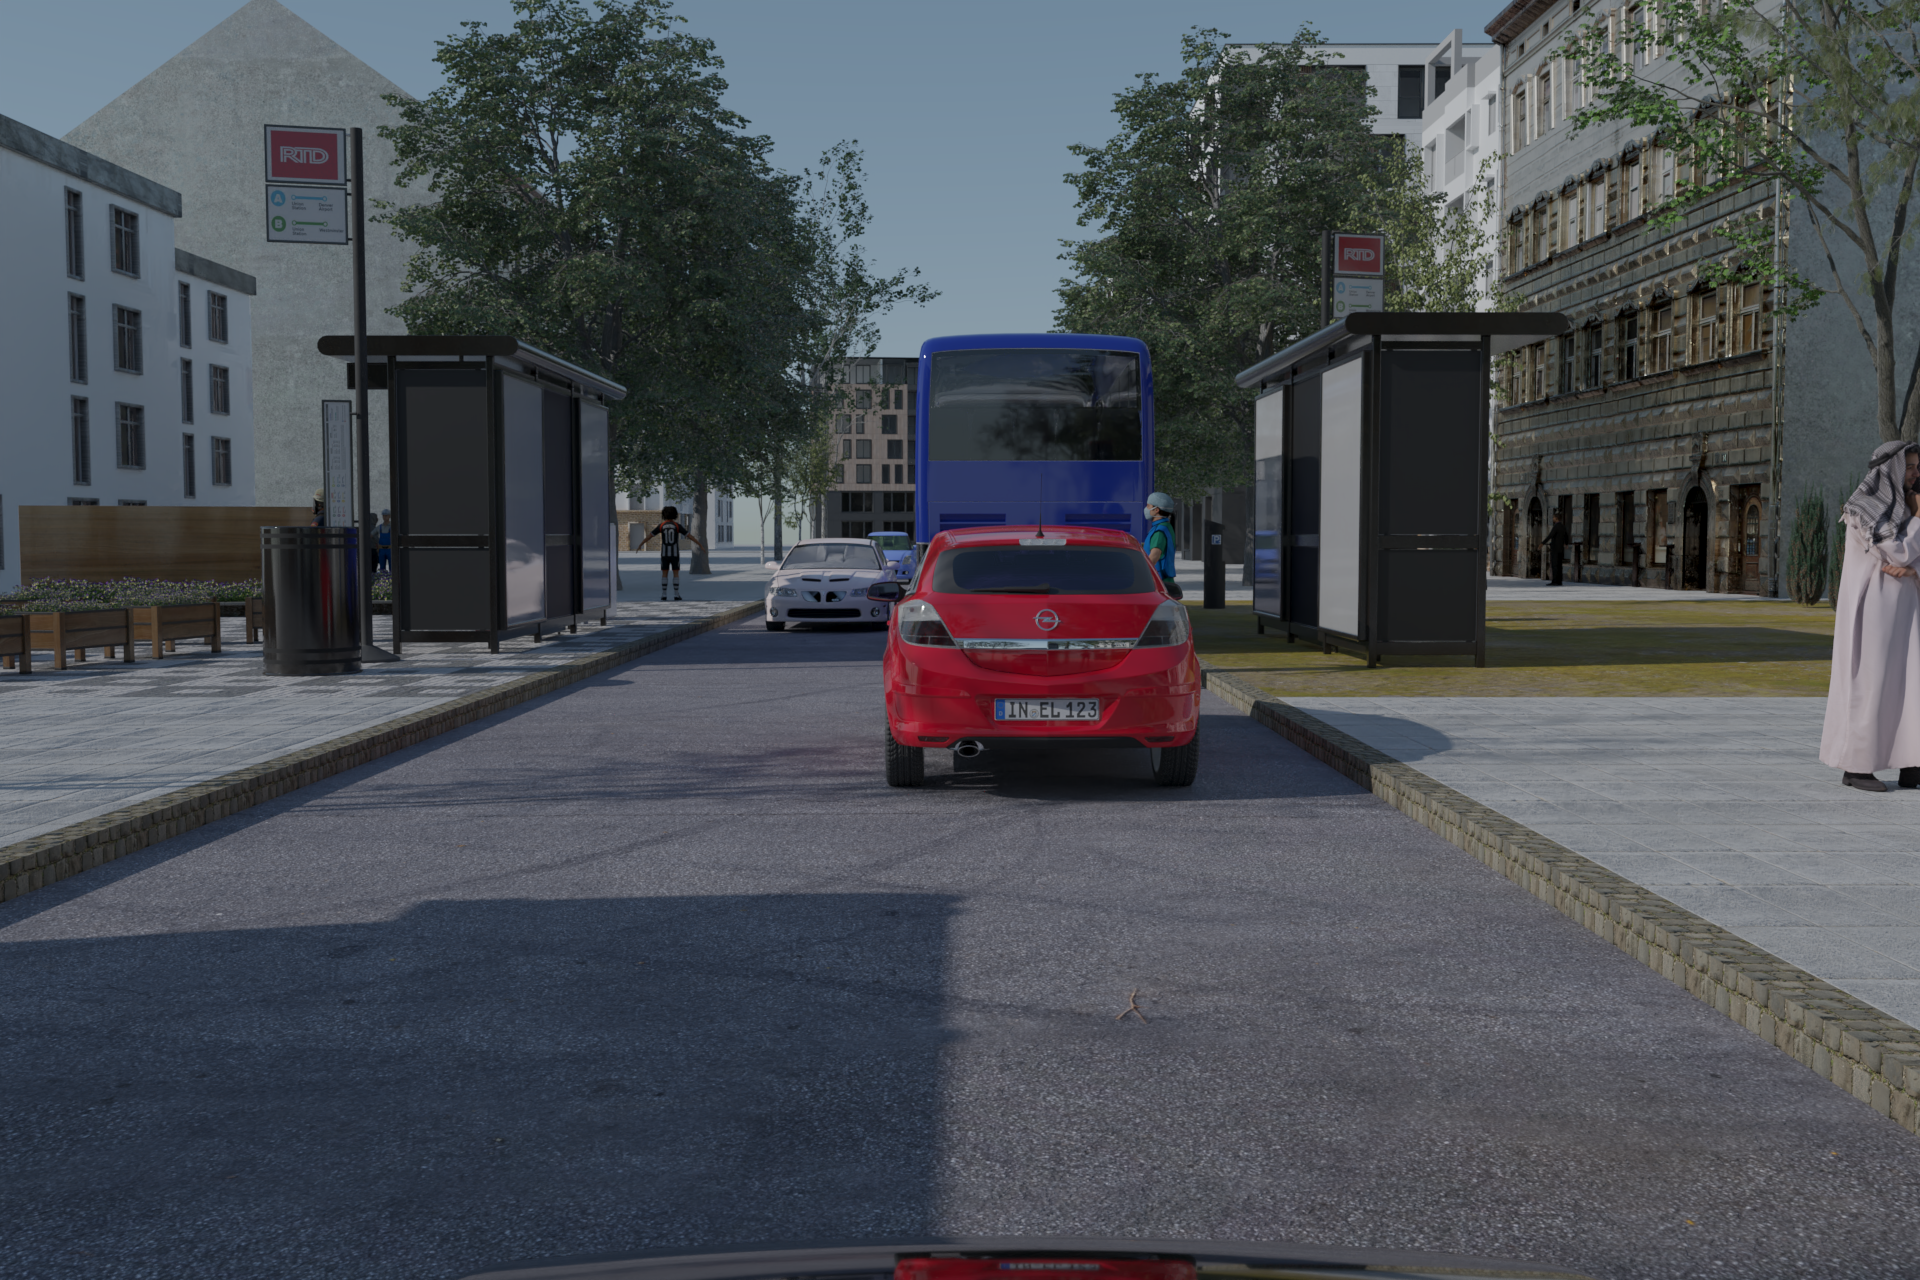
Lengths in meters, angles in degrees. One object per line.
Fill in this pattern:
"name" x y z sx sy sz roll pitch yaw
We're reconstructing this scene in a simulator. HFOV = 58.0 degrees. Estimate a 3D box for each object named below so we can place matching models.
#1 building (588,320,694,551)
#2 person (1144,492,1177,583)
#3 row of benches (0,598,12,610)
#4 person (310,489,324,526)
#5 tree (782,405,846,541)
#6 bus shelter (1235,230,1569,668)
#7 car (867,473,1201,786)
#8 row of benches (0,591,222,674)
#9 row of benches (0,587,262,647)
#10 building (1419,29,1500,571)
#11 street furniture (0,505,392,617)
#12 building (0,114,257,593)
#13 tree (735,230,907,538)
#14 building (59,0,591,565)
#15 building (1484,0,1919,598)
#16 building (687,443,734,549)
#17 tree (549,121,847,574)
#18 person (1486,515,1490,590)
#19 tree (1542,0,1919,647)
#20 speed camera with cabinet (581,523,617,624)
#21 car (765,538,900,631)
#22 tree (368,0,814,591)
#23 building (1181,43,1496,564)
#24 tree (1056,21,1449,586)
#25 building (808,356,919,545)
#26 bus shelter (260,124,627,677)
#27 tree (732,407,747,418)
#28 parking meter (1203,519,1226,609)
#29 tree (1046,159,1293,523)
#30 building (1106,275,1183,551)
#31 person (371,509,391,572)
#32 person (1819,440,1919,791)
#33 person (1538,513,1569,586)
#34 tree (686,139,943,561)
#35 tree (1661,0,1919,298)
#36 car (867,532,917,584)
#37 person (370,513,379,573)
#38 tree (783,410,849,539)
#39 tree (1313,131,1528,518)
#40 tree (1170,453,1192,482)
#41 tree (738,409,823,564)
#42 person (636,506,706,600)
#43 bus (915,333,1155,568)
"building" -27.321 -16.879 132.385 16.016 20.090 11.380 0 4 1
"person" 1.811 -0.456 16.044 0.704 1.817 1.347 1 4 16
"row of benches" -10.510 -0.055 16.360 1.422 0.672 4.104 1 4 9
"person" -8.075 -0.990 21.963 0.705 1.856 1.354 1 4 14
"tree" -8.774 -8.715 92.857 4.360 8.622 3.978 0 3 0
"bus shelter" 4.640 -2.633 20.681 2.179 5.291 8.768 0 4 -1
"car" 0.445 -0.139 11.319 2.155 1.783 4.494 0 4 0
"row of benches" -8.649 -0.090 16.936 1.422 0.672 4.104 1 4 11
"row of benches" -9.168 -0.288 20.168 4.104 0.672 1.422 -1 4 -16
"building" 23.079 -12.848 66.481 16.016 20.090 11.380 0 4 0
"street furniture" -11.682 -1.349 28.911 11.010 1.723 9.812 -1 4 -18
"building" -23.690 -6.154 42.764 9.099 9.664 28.070 0 4 0
"tree" -9.593 -15.572 110.493 12.611 20.169 13.585 0 3 0
"building" -28.277 -15.224 79.845 19.493 23.208 18.063 0 4 0
"building" 25.458 -12.973 43.044 19.493 23.208 18.063 0 4 0
"building" -25.808 -13.541 163.534 9.099 9.664 28.070 0 4 -1
"tree" -8.303 -9.084 55.186 9.857 13.997 8.962 0 3 0
"person" 11.450 -1.927 38.235 0.721 1.740 1.216 1 4 18
"tree" 10.442 -5.702 18.992 9.928 11.665 9.643 0 3 0
"speed camera with cabinet" -5.549 -1.905 25.490 0.660 3.252 2.038 0 4 0
"car" -1.959 -0.908 27.208 2.083 1.381 4.827 0 3 0
"tree" -8.137 -8.097 39.034 9.857 13.997 8.962 0 3 0
"building" 25.083 -14.971 88.757 27.936 21.610 32.646 0 4 0
"tree" 7.196 -8.303 42.417 9.857 13.997 8.962 0 3 0
"building" -1.575 -22.225 209.816 32.646 21.610 27.936 0 4 -7
"bus shelter" -5.726 -2.577 19.772 2.179 5.291 8.768 0 3 0
"tree" -29.299 -21.425 206.193 12.611 20.169 13.585 0 3 0
"parking meter" 4.383 -1.308 29.801 0.372 1.533 0.369 0 3 0
"tree" 7.024 -9.403 60.390 9.857 13.997 8.962 0 3 0
"building" 25.749 -18.350 143.997 27.936 21.610 32.646 0 4 0
"person" -12.876 -2.021 38.895 1.347 1.847 0.705 0 4 1
"person" 4.645 -0.118 8.641 0.621 1.740 0.551 3 5 41
"person" 14.770 -2.245 42.924 1.346 1.802 0.704 -3 5 -42
"tree" -7.548 -13.867 82.609 12.611 20.169 13.585 0 3 0
"tree" 7.422 -3.759 11.816 4.360 8.622 3.978 0 3 0
"car" -2.080 -2.492 50.339 1.945 1.707 3.694 0 3 0
"person" -14.620 -2.271 43.258 0.705 1.813 1.348 -2 4 -31
"tree" -8.425 -9.106 99.249 4.737 8.622 4.395 0 3 0
"tree" 8.585 -4.965 31.547 4.737 8.622 4.395 0 3 0
"tree" 6.508 -8.376 71.361 8.767 10.594 7.601 0 4 3
"tree" -8.534 -7.504 73.045 4.360 8.622 3.978 0 3 0
"person" -5.607 -1.676 33.544 1.345 1.843 0.704 0 4 -3
"bus" 0.739 -2.002 24.286 2.896 3.916 12.251 0 4 -1
